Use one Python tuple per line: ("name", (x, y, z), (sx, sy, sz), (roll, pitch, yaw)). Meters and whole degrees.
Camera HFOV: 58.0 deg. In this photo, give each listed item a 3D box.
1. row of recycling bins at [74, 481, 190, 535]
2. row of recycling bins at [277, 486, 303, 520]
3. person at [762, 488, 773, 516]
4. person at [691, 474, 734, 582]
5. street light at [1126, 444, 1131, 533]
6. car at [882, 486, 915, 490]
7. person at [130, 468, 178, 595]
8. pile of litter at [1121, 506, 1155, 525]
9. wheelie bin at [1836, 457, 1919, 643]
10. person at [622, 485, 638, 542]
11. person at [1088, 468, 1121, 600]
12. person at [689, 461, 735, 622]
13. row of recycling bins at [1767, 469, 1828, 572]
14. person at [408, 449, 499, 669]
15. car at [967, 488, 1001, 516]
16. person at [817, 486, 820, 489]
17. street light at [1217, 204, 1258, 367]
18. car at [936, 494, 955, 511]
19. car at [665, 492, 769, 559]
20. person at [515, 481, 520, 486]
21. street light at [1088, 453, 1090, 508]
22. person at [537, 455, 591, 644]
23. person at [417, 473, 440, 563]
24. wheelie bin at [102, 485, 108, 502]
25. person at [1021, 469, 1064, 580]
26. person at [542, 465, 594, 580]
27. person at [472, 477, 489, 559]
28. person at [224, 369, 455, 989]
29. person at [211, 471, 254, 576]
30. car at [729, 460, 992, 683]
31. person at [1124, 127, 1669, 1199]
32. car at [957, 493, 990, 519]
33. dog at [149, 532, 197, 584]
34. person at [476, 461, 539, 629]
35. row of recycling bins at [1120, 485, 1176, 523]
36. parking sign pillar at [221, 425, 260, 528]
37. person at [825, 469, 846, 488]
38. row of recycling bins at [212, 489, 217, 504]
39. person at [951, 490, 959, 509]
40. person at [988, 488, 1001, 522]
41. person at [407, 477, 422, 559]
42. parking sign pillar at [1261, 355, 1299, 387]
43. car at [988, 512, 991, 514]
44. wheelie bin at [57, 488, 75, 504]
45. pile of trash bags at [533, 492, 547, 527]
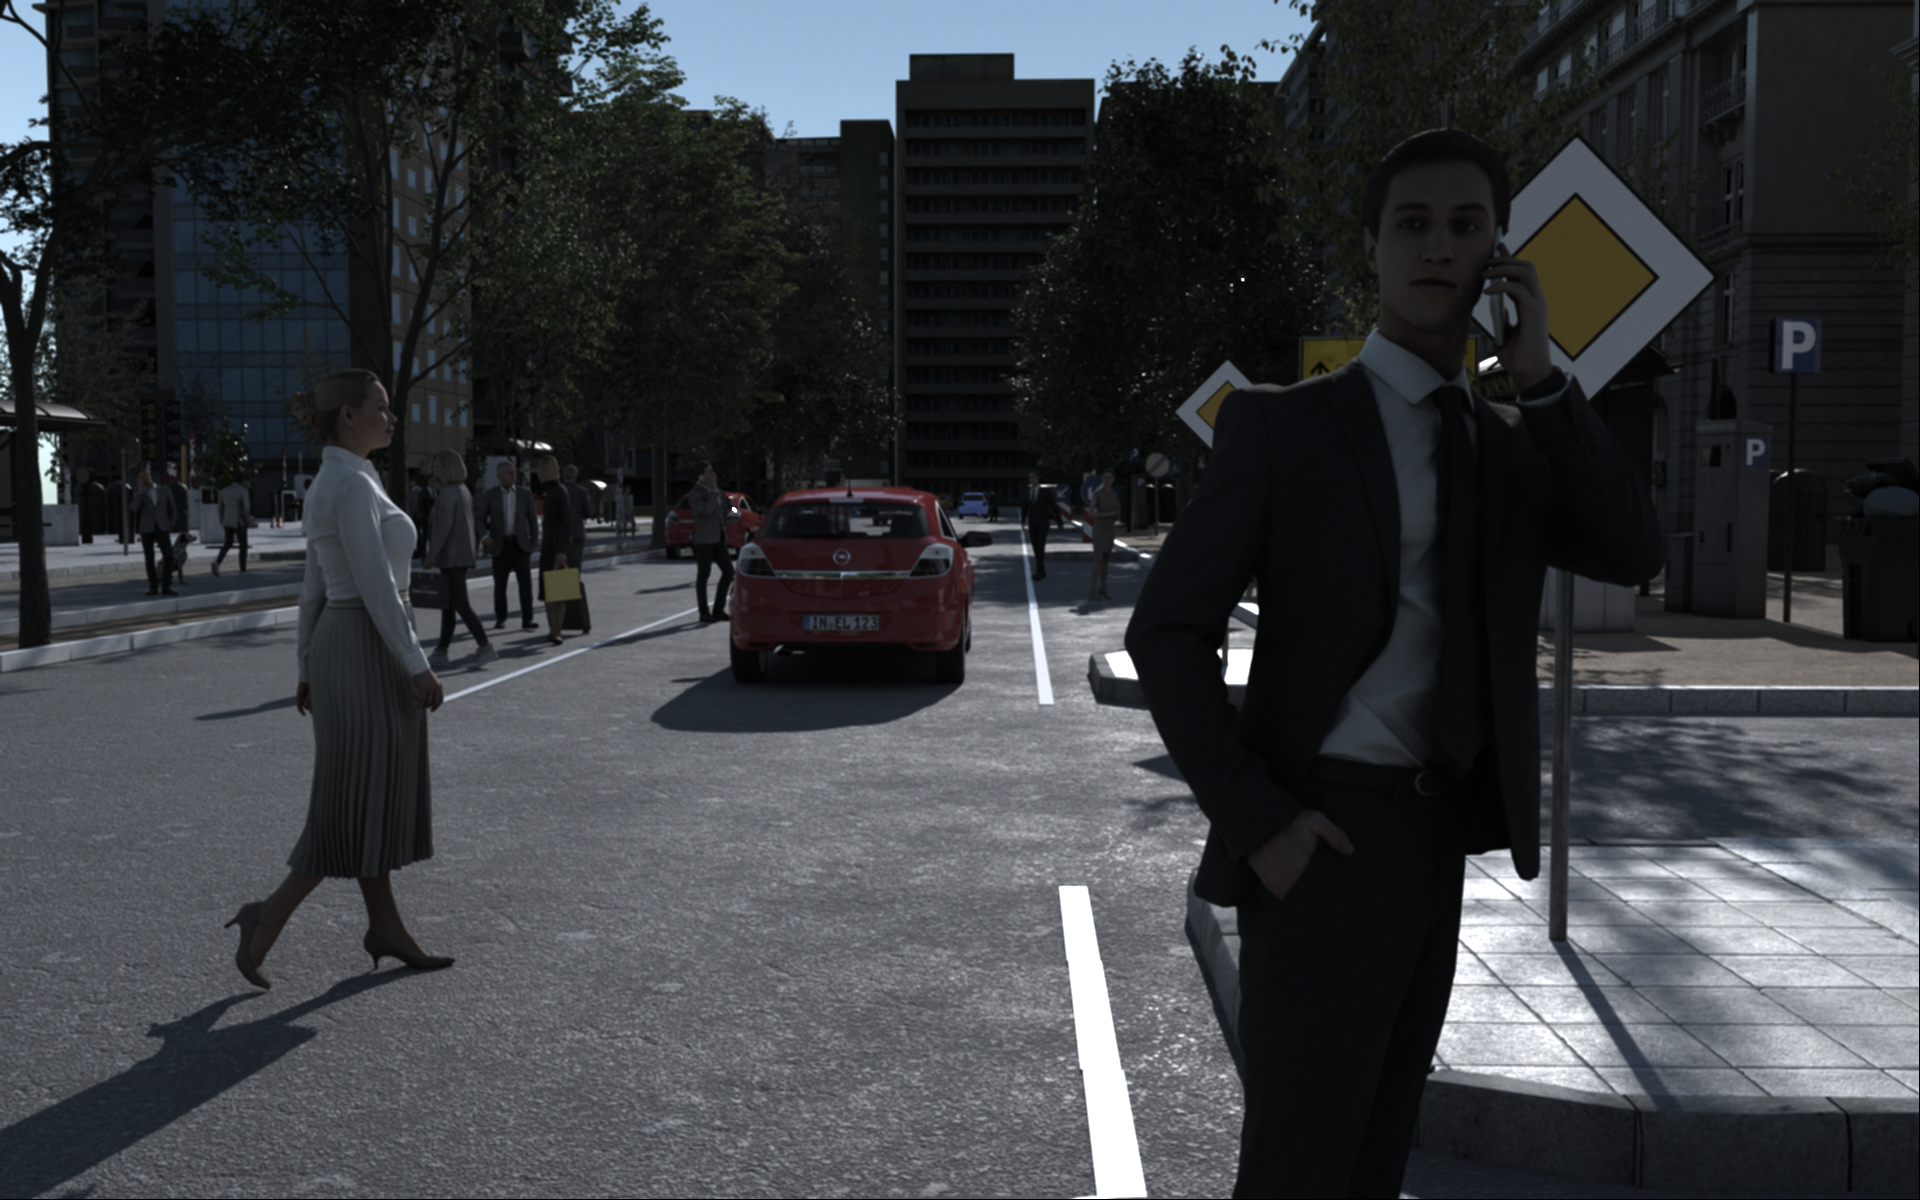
("row of recycling bins", (-26.707, -2.990, 55.999), (1.069, 1.692, 3.534), (3, 5, 40))
("row of recycling bins", (-32.422, -4.880, 86.901), (3.534, 1.692, 1.069), (-1, 4, -16))
("person", (-9.072, -4.570, 82.992), (0.755, 1.850, 0.659), (-1, 4, -20))
("person", (-3.978, -1.169, 28.014), (0.661, 1.777, 0.834), (-3, 5, -44))
("street light", (5.597, -5.167, 57.275), (0.468, 5.910, 1.993), (0, 4, 2))
("car", (-2.868, -4.415, 80.862), (2.281, 1.827, 5.304), (0, 4, 4))
("person", (-11.409, -0.971, 24.555), (0.592, 1.802, 0.473), (-1, 4, -11))
("pile of litter", (7.483, -3.577, 72.454), (1.176, 0.858, 1.719), (-2, 4, -24))
("wheelie bin", (8.105, -0.441, 15.126), (0.693, 1.594, 0.980), (0, 4, -2))
("person", (-9.930, -2.582, 51.715), (0.522, 1.701, 0.512), (1, 4, 17))
("person", (1.978, -0.903, 23.612), (0.599, 1.781, 0.374), (-3, 5, -40))
("person", (-2.773, -0.657, 19.426), (0.473, 1.802, 0.592), (3, 4, 37))
("row of recycling bins", (13.997, -1.414, 30.235), (1.069, 1.692, 3.534), (0, 4, 2))
("person", (-4.167, -0.337, 14.197), (0.728, 1.800, 0.709), (0, 4, 6))
("car", (1.561, -6.580, 116.261), (2.281, 1.827, 5.304), (0, 4, 3))
("person", (-6.775, -4.527, 82.505), (0.713, 1.824, 0.794), (2, 4, 31))
("street light", (4.464, -3.378, 28.014), (0.468, 5.910, 1.993), (0, 4, 2))
("car", (-1.433, -8.427, 148.000), (2.015, 1.641, 3.980), (0, 4, 1))
("car", (-5.463, -1.860, 39.448), (2.155, 1.783, 4.494), (0, 4, 3))
("person", (-13.730, -2.762, 53.429), (0.659, 1.850, 0.755), (0, 4, 3))
("street light", (6.480, -6.958, 86.545), (0.468, 5.910, 1.993), (0, 4, 2))
("person", (-3.891, -0.506, 16.995), (0.699, 1.804, 1.509), (0, 4, 4))
("person", (-10.719, -1.652, 35.288), (0.755, 1.850, 0.659), (3, 4, 37))
("wheelie bin", (-30.946, -3.359, 62.833), (0.980, 1.594, 0.693), (0, 4, 7))
("person", (1.282, -1.256, 28.810), (0.659, 1.850, 0.755), (2, 4, 30))
("person", (-5.048, -0.836, 22.345), (0.661, 1.801, 0.590), (-1, 4, -10))
("person", (-10.679, -1.805, 38.200), (0.526, 1.800, 0.537), (-1, 4, -8))
("person", (-1.825, 0.224, 5.071), (0.641, 1.798, 0.478), (-1, 4, -18))
("person", (-12.712, -1.342, 30.285), (0.661, 1.843, 0.795), (1, 4, 18))
("car", (-0.807, -0.342, 14.635), (2.155, 1.783, 4.494), (0, 4, 1))
("person", (0.579, 0.342, 2.264), (0.648, 1.900, 0.474), (-3, 4, -36))
("car", (0.791, -5.563, 100.549), (1.945, 1.707, 3.694), (0, 4, 1))
("dog", (-12.692, -0.664, 27.687), (0.800, 0.831, 0.513), (1, 4, 14))
("person", (-4.743, -0.576, 18.315), (0.661, 1.777, 0.834), (-2, 4, -32))
("row of recycling bins", (8.965, -4.352, 78.262), (3.534, 1.692, 1.069), (-1, 4, -17))
("parking sign pillar", (-27.266, -4.706, 65.410), (1.447, 3.967, 1.447), (1, 4, 13))
("person", (-1.503, -0.650, 19.962), (0.643, 1.720, 0.563), (-3, 5, -42))
("row of recycling bins", (-33.805, -4.484, 80.428), (1.069, 1.692, 3.534), (-3, 5, -42))
("person", (-0.484, -9.459, 163.295), (0.705, 1.807, 1.348), (-3, 4, -37))
("person", (1.784, -4.903, 89.460), (0.445, 1.727, 0.742), (2, 4, 30))
("person", (-12.067, -1.807, 38.231), (0.473, 1.802, 0.592), (1, 4, 9))
("parking sign pillar", (5.783, -2.568, 30.456), (1.447, 3.967, 1.447), (2, 4, 34))
("car", (1.470, -7.155, 128.786), (2.131, 1.459, 4.920), (0, 4, 1))
("wheelie bin", (-31.264, -3.231, 60.734), (0.693, 1.594, 0.980), (-2, 4, -28))
("pile of trash bags", (-17.818, -3.543, 67.684), (3.447, 1.369, 1.912), (0, 4, -3))
